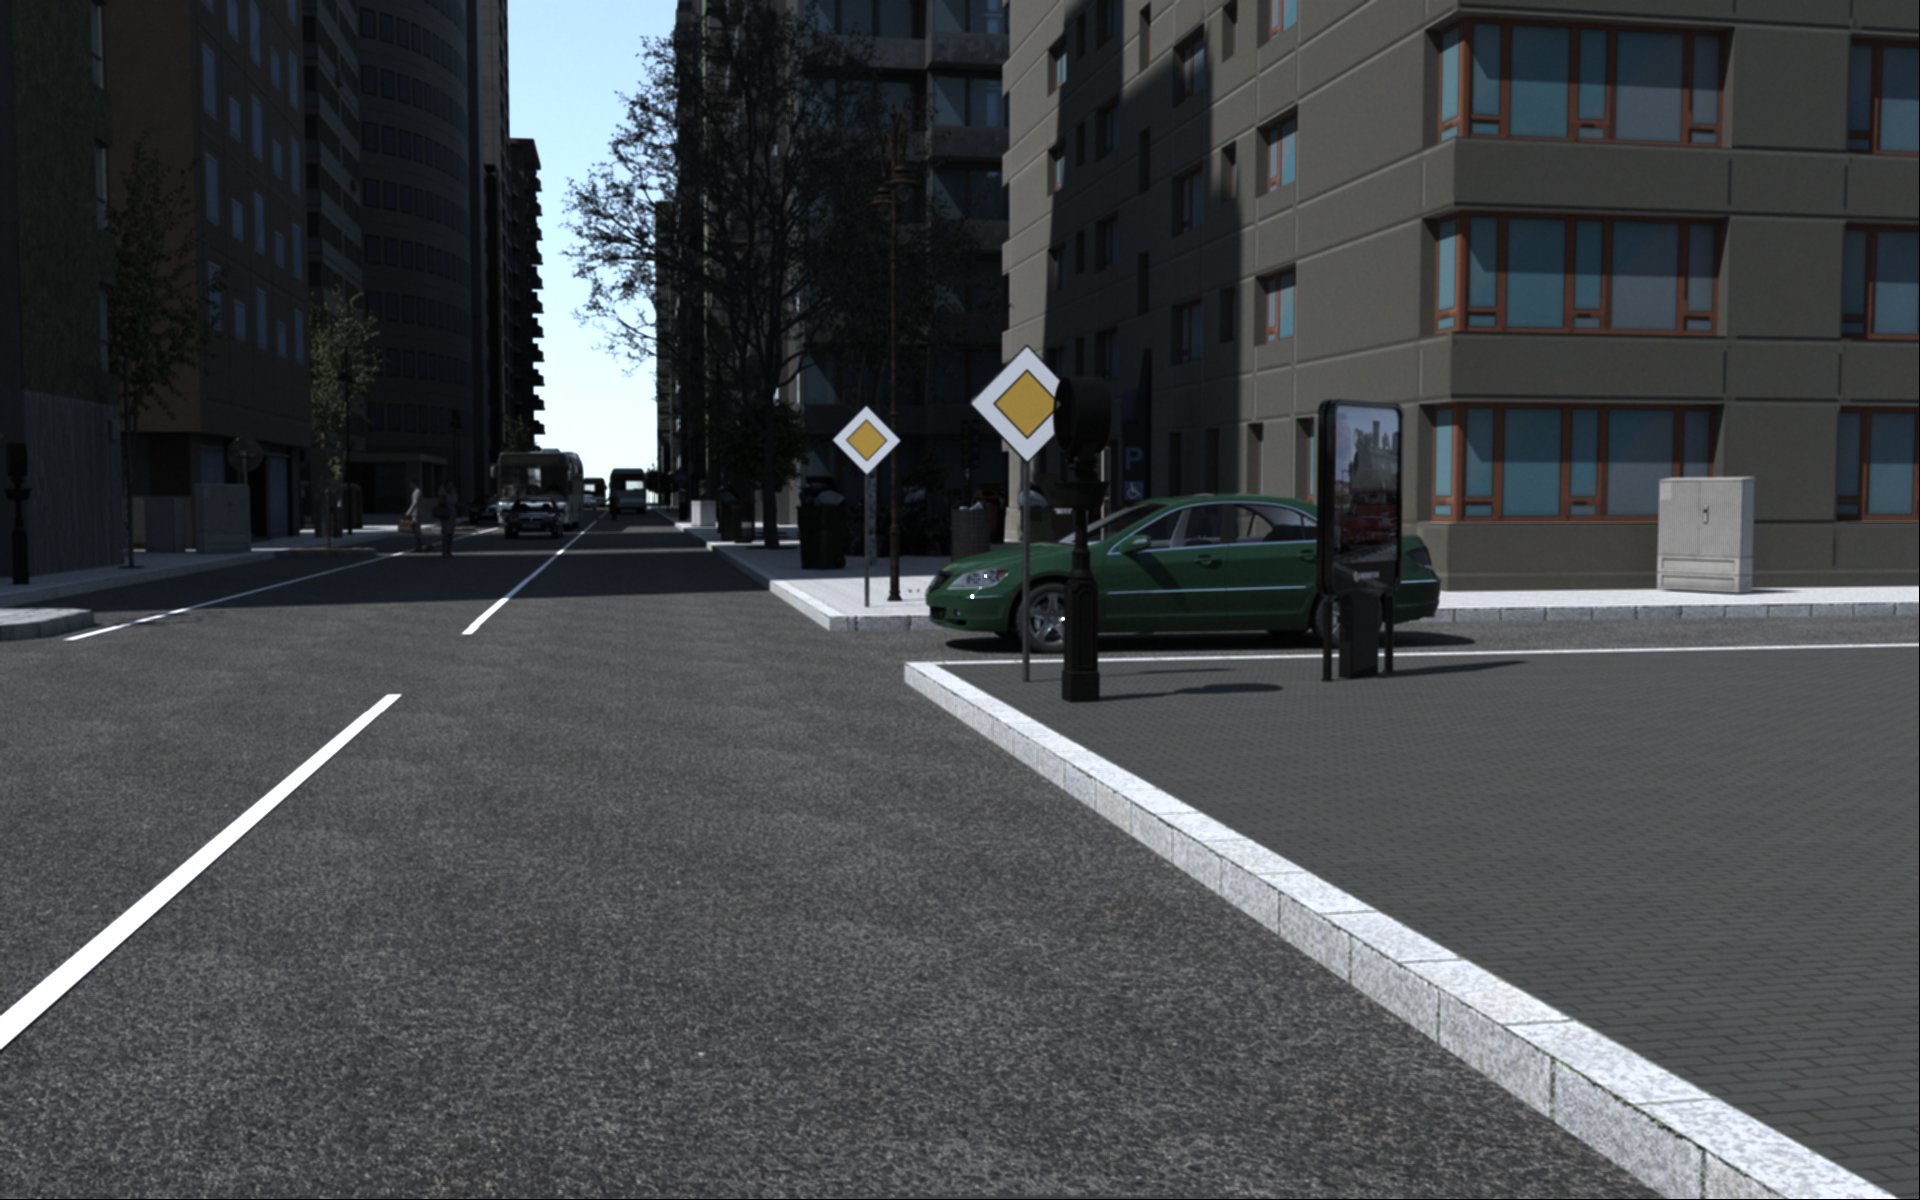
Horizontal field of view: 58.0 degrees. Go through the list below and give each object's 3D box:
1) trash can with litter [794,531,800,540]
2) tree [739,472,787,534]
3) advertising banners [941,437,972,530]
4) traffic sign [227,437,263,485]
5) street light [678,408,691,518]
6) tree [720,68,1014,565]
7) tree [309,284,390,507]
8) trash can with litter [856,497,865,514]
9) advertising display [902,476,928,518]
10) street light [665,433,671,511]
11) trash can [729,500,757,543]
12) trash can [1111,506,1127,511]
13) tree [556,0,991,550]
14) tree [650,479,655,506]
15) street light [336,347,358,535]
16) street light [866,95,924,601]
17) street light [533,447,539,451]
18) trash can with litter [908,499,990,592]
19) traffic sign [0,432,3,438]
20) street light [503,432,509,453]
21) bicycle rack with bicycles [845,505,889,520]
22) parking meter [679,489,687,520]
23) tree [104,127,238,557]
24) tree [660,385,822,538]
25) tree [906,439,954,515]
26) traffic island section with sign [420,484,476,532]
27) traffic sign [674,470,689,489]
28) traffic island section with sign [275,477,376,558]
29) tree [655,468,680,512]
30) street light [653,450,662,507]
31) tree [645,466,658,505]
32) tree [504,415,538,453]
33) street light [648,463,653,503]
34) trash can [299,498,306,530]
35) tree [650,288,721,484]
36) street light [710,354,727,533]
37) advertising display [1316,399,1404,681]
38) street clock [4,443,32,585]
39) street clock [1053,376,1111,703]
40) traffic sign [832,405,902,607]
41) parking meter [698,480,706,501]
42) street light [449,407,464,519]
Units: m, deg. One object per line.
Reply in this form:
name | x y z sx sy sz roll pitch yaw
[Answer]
trash can with litter | -4.071 -2.239 47.987 1.055 1.170 0.624 0 4 -3
tree | -6.034 -3.745 55.829 1.663 3.219 1.824 0 3 0
advertising banners | -0.100 -3.563 54.446 0.090 3.025 2.074 -2 4 -27
traffic sign | -16.105 -2.381 39.040 0.768 2.556 0.104 -1 4 -11
street light | -15.306 -7.519 95.718 0.468 5.910 1.993 -1 4 -11
tree | -1.392 -4.940 31.137 4.360 8.622 3.978 0 3 0
tree | -21.770 -6.701 59.917 4.737 8.622 4.395 0 3 0
trash can with litter | -3.274 -3.189 63.534 0.624 1.170 1.055 2 4 35
advertising display | -1.658 -3.564 63.481 0.974 1.923 0.123 1 4 22
street light | -22.292 -9.747 132.146 0.468 5.910 1.993 -1 4 -11
trash can | -5.669 -2.057 45.283 0.748 1.137 0.748 0 3 0
trash can | 2.208 -0.574 21.036 0.748 1.137 0.748 0 3 0
tree | -4.556 -7.936 40.123 12.009 13.543 11.850 0 3 0
tree | -33.305 -11.962 190.185 1.663 3.219 1.824 0 3 0
street light | -19.298 -5.005 54.615 0.468 5.910 1.993 -1 4 -11
street light | -0.785 -2.928 20.653 0.468 5.910 1.993 -1 4 -11
street light | -42.458 -12.337 174.498 0.468 5.910 1.993 -1 4 -11
trash can with litter | 0.514 -0.732 23.021 2.233 1.210 1.678 1 4 9
traffic sign | -10.288 -0.870 17.868 0.795 2.450 0.064 -1 4 -11
street light | -33.885 -9.586 129.525 0.468 5.910 1.993 -1 4 -11
bicycle rack with bicycles | -3.152 -2.659 56.862 2.925 0.926 2.852 3 5 43
parking meter | -13.535 -4.660 84.596 0.372 1.533 0.369 0 3 0
tree | -17.049 -5.203 35.434 4.737 8.622 4.395 0 3 0
tree | -5.641 -4.093 50.641 4.285 4.588 4.351 0 3 0
tree | -1.081 -4.086 61.409 1.663 3.219 1.824 0 3 0
traffic island section with sign | -19.602 -3.526 66.273 1.989 1.847 2.006 -1 4 -11
traffic sign | -14.545 -5.522 90.386 0.768 2.556 0.104 -1 4 -10
traffic island section with sign | -14.530 -1.906 39.797 1.989 1.847 2.006 -1 4 -11
tree | -21.178 -8.085 126.784 1.663 3.219 1.824 0 3 0
street light | -30.859 -12.510 177.327 0.468 5.910 1.993 -1 4 -11
tree | -35.112 -13.166 198.969 4.285 4.588 4.351 0 3 0
tree | -40.446 -12.717 158.286 4.737 8.622 4.395 0 3 0
street light | -37.819 -14.721 213.472 0.468 5.910 1.993 -1 4 -11
trash can | -23.744 -3.069 61.833 0.748 1.137 0.748 0 3 0
tree | -8.580 -6.752 60.750 4.360 8.622 3.978 0 3 0
street light | -7.903 -5.136 56.768 0.468 5.910 1.993 -1 4 -11
advertising display | 2.808 -0.424 12.146 0.123 1.923 0.974 3 5 43
street clock | -13.358 -1.224 24.577 0.358 2.002 0.471 -2 4 -33
street clock | 0.749 -0.375 10.703 0.358 2.002 0.471 -1 4 -14
traffic sign | -1.058 -0.977 19.613 0.795 2.450 0.064 -1 4 -11
parking meter | -10.712 -4.057 72.037 0.255 1.863 0.399 0 4 5
street light | -26.858 -7.342 92.825 0.468 5.910 1.993 -1 4 -11
